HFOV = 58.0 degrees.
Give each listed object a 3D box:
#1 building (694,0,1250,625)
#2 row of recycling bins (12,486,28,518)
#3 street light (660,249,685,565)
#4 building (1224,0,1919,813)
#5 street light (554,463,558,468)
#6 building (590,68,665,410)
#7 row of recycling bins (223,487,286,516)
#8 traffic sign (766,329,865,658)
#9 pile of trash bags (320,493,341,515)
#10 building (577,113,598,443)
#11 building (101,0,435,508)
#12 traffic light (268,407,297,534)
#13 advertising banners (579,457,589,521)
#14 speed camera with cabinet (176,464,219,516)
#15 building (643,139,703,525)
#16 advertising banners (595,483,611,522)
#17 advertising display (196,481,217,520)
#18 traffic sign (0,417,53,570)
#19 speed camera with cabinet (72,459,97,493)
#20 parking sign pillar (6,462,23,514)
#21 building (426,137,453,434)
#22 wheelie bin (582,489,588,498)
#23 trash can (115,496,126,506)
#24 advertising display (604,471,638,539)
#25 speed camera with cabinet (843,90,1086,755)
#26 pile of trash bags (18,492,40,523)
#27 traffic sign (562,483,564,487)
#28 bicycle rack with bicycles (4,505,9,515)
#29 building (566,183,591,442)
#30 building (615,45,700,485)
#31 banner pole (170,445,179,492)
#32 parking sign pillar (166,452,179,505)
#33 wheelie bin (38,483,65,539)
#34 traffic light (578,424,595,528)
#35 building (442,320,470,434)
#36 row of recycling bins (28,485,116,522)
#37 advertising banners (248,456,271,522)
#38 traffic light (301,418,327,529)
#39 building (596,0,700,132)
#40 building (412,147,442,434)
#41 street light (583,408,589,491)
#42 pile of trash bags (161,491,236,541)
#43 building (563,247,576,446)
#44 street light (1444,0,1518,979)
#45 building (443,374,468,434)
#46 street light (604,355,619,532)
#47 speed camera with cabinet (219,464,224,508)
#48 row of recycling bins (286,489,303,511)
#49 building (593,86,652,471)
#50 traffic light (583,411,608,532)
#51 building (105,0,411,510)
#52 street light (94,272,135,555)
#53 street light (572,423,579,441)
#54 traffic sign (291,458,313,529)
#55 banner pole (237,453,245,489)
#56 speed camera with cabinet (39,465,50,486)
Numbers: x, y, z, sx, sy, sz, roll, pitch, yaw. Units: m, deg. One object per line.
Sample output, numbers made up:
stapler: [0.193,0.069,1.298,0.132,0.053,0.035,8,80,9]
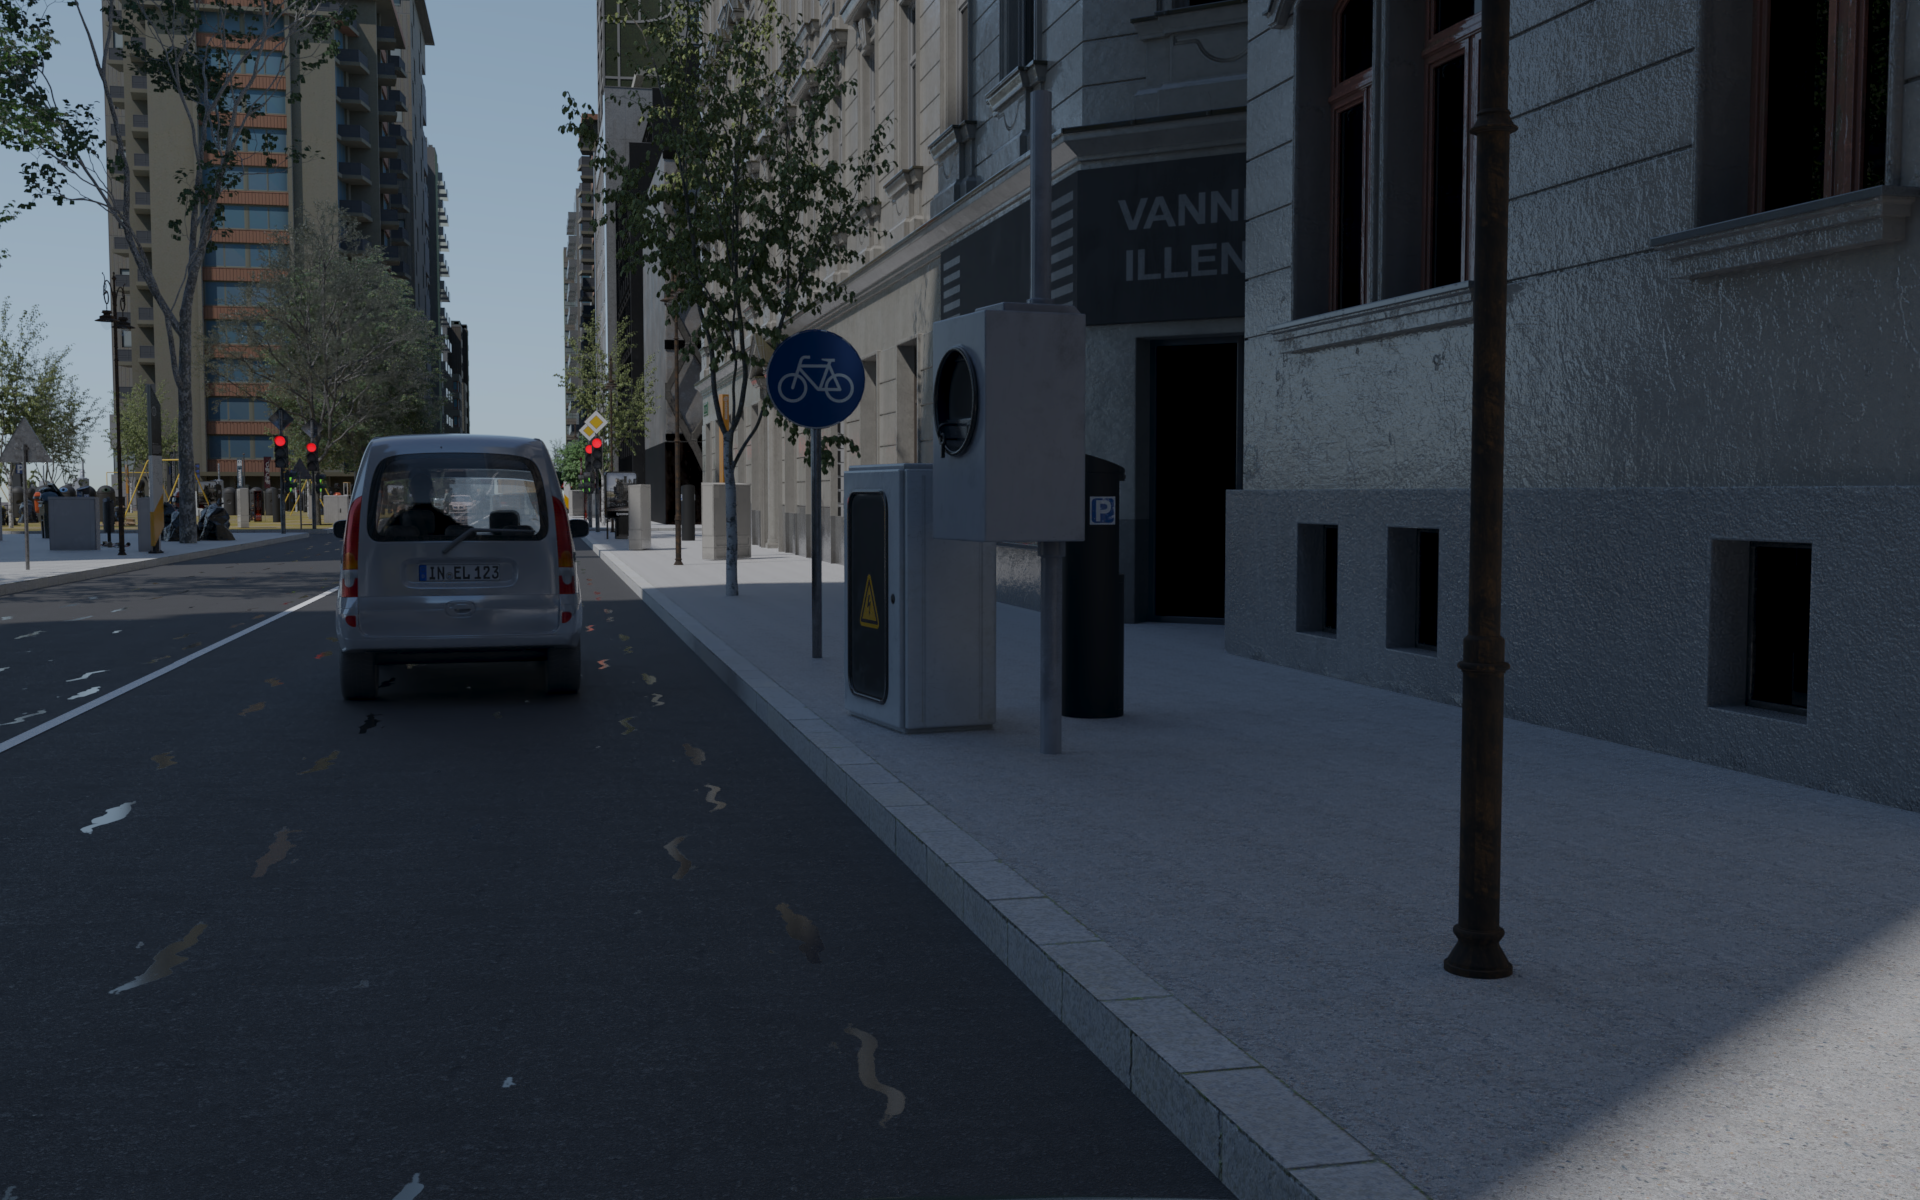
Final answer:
building: [4.317,-15.935,36.949,17.030,29.872,44.131,-1,4,-14]
row of recycling bins: [-50.479,-5.317,94.046,1.069,1.692,3.534,0,4,-7]
street light: [-5.085,-3.567,31.114,0.468,5.910,1.993,-1,4,-14]
building: [10.808,-13.236,3.801,14.401,28.519,23.554,-1,4,-14]
street light: [-49.545,-14.694,213.038,0.468,5.910,1.993,-1,4,-14]
building: [-16.851,-28.304,154.647,32.217,40.220,23.993,-1,4,-14]
row of recycling bins: [-42.417,-5.903,103.622,3.534,1.692,1.069,1,4,9]
traffic sign: [-1.119,-0.819,13.496,0.768,2.556,0.104,0,4,-5]
pile of trash bags: [-38.415,-5.883,105.937,1.912,1.369,3.447,-2,4,-34]
building: [-32.413,-33.323,199.451,22.147,44.769,28.867,-1,4,-14]
building: [-67.974,-35.768,174.038,28.713,52.752,27.495,-1,4,-14]
traffic light: [-21.853,-4.095,55.877,0.839,4.253,0.868,-1,4,-14]
advertising banners: [-17.927,-5.301,82.853,0.090,3.025,2.074,0,4,2]
speed camera with cabinet: [-43.914,-6.431,99.488,2.038,3.252,0.660,0,4,-3]
building: [-5.385,-12.920,78.697,16.811,18.784,16.820,-1,4,-14]
advertising banners: [-16.297,-5.060,78.912,0.090,3.025,2.074,1,4,10]
advertising display: [-36.255,-4.782,83.400,0.123,1.923,0.974,3,4,39]
traffic sign: [-15.772,-1.787,29.229,0.884,2.594,0.081,0,4,-6]
speed camera with cabinet: [-48.997,-6.319,97.652,0.660,3.252,2.038,1,4,20]
parking sign pillar: [-58.711,-7.310,107.995,1.447,3.967,1.447,3,4,37]
building: [-79.797,-37.384,230.833,23.786,49.044,30.456,-1,4,-14]
wheelie bin: [-22.987,-5.981,105.701,0.693,1.594,0.980,1,4,20]
trash can: [-50.417,-5.643,103.911,0.748,1.137,0.748,0,3,0]
advertising display: [-9.659,-2.700,49.362,0.974,1.923,0.123,-2,4,-33]
speed camera with cabinet: [-0.038,-0.908,9.175,0.660,3.252,2.038,-1,4,-23]
pile of trash bags: [-40.872,-4.111,76.975,1.912,1.369,3.447,-2,4,-27]
traffic sign: [-31.023,-8.362,136.729,0.884,2.594,0.081,0,4,-6]
bicycle rack with bicycles: [-57.019,-5.650,105.756,2.925,0.926,2.852,0,4,-8]
building: [-49.062,-39.628,267.530,23.786,49.044,30.456,-1,4,-14]
building: [-12.148,-16.203,94.604,12.332,23.373,15.834,-1,4,-14]
banner pole: [-41.008,-6.154,90.642,0.401,3.779,0.863,1,4,22]
parking sign pillar: [-50.840,-7.581,112.420,1.447,3.967,1.447,1,4,17]
wheelie bin: [-26.275,-2.583,50.135,0.693,1.594,0.980,-3,5,-41]
traffic light: [-14.122,-4.714,65.993,0.839,4.253,0.868,-1,4,-14]
building: [-87.405,-31.219,282.129,14.160,30.474,14.107,-1,4,-14]
row of recycling bins: [-40.884,-4.463,80.084,3.534,1.692,1.069,0,4,-6]
advertising banners: [-32.496,-5.128,80.031,0.090,3.025,2.074,1,4,18]
traffic light: [-23.748,-4.570,63.635,0.839,4.253,0.868,-1,4,-14]
building: [-27.877,-45.020,174.332,20.563,71.187,20.611,-1,4,-14]
building: [-66.715,-31.390,196.821,14.154,41.232,14.086,-1,4,-14]
street light: [-18.217,-6.863,85.000,0.468,5.910,1.993,-1,4,-14]
pile of trash bags: [-21.586,-2.371,48.512,1.912,1.369,3.447,-2,4,-33]
building: [-58.724,-37.012,288.744,14.154,41.232,14.086,-1,4,-14]
street light: [1.395,-1.939,4.486,0.468,5.910,1.993,-1,4,-14]
building: [-88.791,-25.378,259.974,27.650,21.520,28.899,-1,4,-14]
street light: [-11.624,-5.199,57.790,0.468,5.910,1.993,-1,4,-14]
speed camera with cabinet: [-48.012,-7.243,112.766,0.660,3.252,2.038,0,4,7]
row of recycling bins: [-50.754,-7.605,131.459,1.069,1.692,3.534,1,4,13]
building: [-17.040,-17.965,111.742,12.078,24.808,19.932,-1,4,-14]
traffic light: [-12.228,-4.239,58.235,0.839,4.253,0.868,-1,4,-14]
building: [-58.888,-30.147,147.522,22.147,44.769,28.867,-1,4,-14]
street light: [-17.592,-3.877,36.184,0.468,5.910,1.993,-1,4,-14]
street light: [-24.702,-8.473,111.317,0.468,5.910,1.993,-1,4,-14]
traffic sign: [-23.869,-3.833,62.677,0.884,2.594,0.081,-1,4,-11]
banner pole: [-43.988,-7.099,106.085,0.863,3.779,0.401,2,4,28]
speed camera with cabinet: [-61.985,-7.601,118.606,2.038,3.252,0.660,1,4,11]
